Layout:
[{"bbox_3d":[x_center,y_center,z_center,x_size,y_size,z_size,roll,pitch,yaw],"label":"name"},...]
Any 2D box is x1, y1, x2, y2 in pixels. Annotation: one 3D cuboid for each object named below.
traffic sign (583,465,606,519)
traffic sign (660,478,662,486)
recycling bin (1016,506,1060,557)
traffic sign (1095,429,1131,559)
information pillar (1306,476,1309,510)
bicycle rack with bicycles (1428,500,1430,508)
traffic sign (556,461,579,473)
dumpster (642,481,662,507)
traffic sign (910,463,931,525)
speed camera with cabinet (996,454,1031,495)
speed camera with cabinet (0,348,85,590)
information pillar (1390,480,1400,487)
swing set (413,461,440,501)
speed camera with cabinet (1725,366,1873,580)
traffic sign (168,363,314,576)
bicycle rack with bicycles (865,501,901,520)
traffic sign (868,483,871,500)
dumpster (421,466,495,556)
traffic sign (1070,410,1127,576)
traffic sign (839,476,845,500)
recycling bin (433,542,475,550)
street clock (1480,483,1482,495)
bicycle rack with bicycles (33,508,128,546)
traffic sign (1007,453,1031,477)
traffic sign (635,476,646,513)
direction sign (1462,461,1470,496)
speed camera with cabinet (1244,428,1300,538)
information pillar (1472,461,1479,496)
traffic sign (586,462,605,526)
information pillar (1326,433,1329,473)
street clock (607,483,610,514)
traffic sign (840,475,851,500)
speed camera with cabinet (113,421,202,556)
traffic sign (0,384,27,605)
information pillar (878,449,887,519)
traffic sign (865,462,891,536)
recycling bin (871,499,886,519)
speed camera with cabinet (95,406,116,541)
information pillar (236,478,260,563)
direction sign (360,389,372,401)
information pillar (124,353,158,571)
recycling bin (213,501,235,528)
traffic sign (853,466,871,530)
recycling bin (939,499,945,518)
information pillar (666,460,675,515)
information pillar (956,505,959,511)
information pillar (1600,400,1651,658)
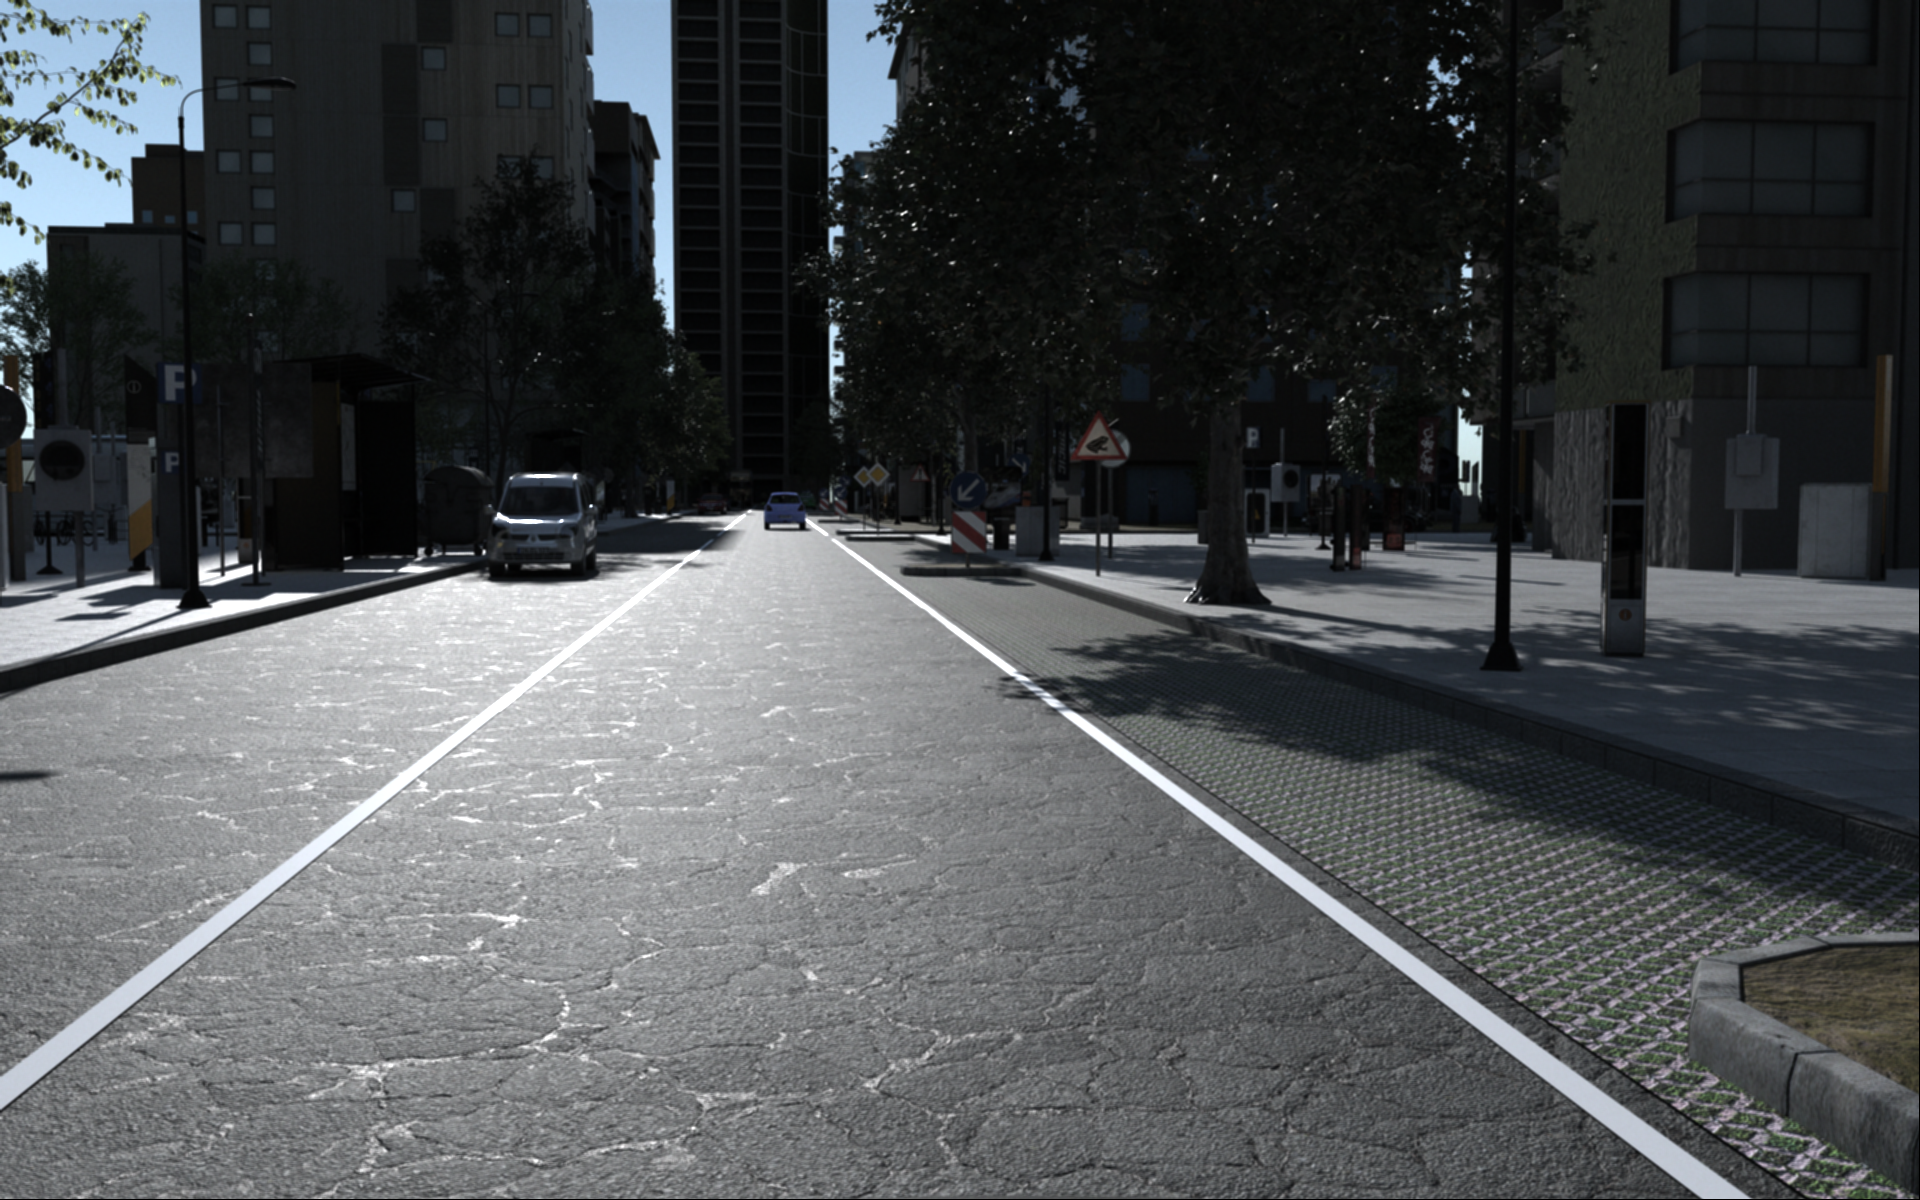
[{"bbox_3d":[-12.739,-3.468,60.349,0.795,2.450,0.064,0,4,-6],"label":"traffic sign"},{"bbox_3d":[-21.851,-7.831,128.148,0.768,2.556,0.104,0,4,-3],"label":"traffic sign"},{"bbox_3d":[1.607,-1.422,35.804,0.722,1.027,0.722,2,4,26],"label":"recycling bin"},{"bbox_3d":[2.969,-2.081,34.125,0.768,2.556,0.104,0,4,1],"label":"traffic sign"},{"bbox_3d":[13.948,-3.930,68.741,0.304,2.012,0.304,-3,4,-36],"label":"information pillar"},{"bbox_3d":[31.122,-6.275,115.971,2.925,0.926,2.852,-1,4,-19],"label":"bicycle rack with bicycles"},{"bbox_3d":[-11.874,-2.983,52.410,0.795,2.450,0.064,0,4,-6],"label":"traffic sign"},{"bbox_3d":[-21.996,-7.445,124.224,1.502,2.255,1.985,0,4,-6],"label":"dumpster"},{"bbox_3d":[-1.667,-4.450,72.754,0.884,2.594,0.081,0,4,2],"label":"traffic sign"},{"bbox_3d":[2.475,-5.614,86.129,2.038,3.252,0.660,-1,4,-13],"label":"speed camera with cabinet"},{"bbox_3d":[-12.766,-1.765,23.186,2.038,3.252,0.660,-1,4,-23],"label":"speed camera with cabinet"},{"bbox_3d":[13.934,-3.912,55.323,0.183,3.616,0.504,-2,4,-24],"label":"information pillar"},{"bbox_3d":[-26.236,-5.191,82.489,3.119,2.851,2.862,0,4,5],"label":"swing set"},{"bbox_3d":[12.913,-1.973,26.596,2.038,3.252,0.660,2,4,34],"label":"speed camera with cabinet"},{"bbox_3d":[-11.189,-2.022,26.938,2.265,3.308,0.079,0,4,2],"label":"traffic sign"},{"bbox_3d":[-3.245,-4.382,85.033,2.852,0.926,2.925,-1,4,-19],"label":"bicycle rack with bicycles"},{"bbox_3d":[-5.733,-6.823,111.654,0.768,2.556,0.104,0,4,1],"label":"traffic sign"},{"bbox_3d":[-10.538,-1.873,36.386,1.264,1.857,1.865,0,4,-6],"label":"dumpster"},{"bbox_3d":[2.155,-1.650,26.976,0.884,2.594,0.081,0,4,3],"label":"traffic sign"},{"bbox_3d":[-7.938,-7.269,118.955,0.768,2.556,0.104,0,4,0],"label":"traffic sign"},{"bbox_3d":[-12.122,-1.769,41.481,0.722,1.027,0.722,2,4,35],"label":"recycling bin"},{"bbox_3d":[35.672,-6.953,118.257,0.358,2.002,0.471,0,4,3],"label":"street clock"},{"bbox_3d":[-22.216,-1.866,43.889,2.852,0.926,2.925,-3,4,-39],"label":"bicycle rack with bicycles"},{"bbox_3d":[1.824,-3.272,53.611,0.768,2.556,0.104,0,4,0],"label":"traffic sign"},{"bbox_3d":[-22.110,-7.330,119.949,0.768,2.556,0.104,0,4,-5],"label":"traffic sign"},{"bbox_3d":[34.193,-7.650,117.072,0.876,3.537,0.379,-3,5,-41],"label":"direction sign"},{"bbox_3d":[9.125,-3.500,51.557,2.038,3.252,0.660,-2,4,-25],"label":"speed camera with cabinet"},{"bbox_3d":[36.385,-8.010,122.314,0.504,3.616,0.183,-1,4,-13],"label":"information pillar"},{"bbox_3d":[-14.530,-4.214,69.006,0.768,2.556,0.104,0,3,0],"label":"traffic sign"},{"bbox_3d":[13.140,-4.332,62.190,0.183,3.616,0.504,0,4,3],"label":"information pillar"},{"bbox_3d":[-22.579,-6.483,110.564,0.471,2.002,0.358,-1,4,-19],"label":"street clock"},{"bbox_3d":[-7.740,-7.177,117.442,0.768,2.556,0.104,0,4,-1],"label":"traffic sign"},{"bbox_3d":[-16.717,-2.560,36.199,2.038,3.252,0.660,2,4,33],"label":"speed camera with cabinet"},{"bbox_3d":[-11.107,-1.211,19.905,0.768,2.556,0.104,0,4,-2],"label":"traffic sign"},{"bbox_3d":[-4.002,-5.976,89.064,0.504,3.616,0.183,-1,4,-11],"label":"information pillar"},{"bbox_3d":[-2.532,-3.044,53.404,0.795,2.450,0.064,0,4,-6],"label":"traffic sign"},{"bbox_3d":[-4.295,-4.798,91.001,0.722,1.027,0.722,0,4,-7],"label":"recycling bin"},{"bbox_3d":[-19.092,-2.779,39.773,0.660,3.252,2.038,3,5,44],"label":"speed camera with cabinet"},{"bbox_3d":[-13.221,-1.691,32.144,0.304,2.012,0.304,0,4,-6],"label":"information pillar"},{"bbox_3d":[-12.318,-2.678,35.777,0.379,3.537,0.876,-3,5,-43],"label":"direction sign"},{"bbox_3d":[-13.636,-2.294,28.868,0.504,3.616,0.183,-1,4,-20],"label":"information pillar"},{"bbox_3d":[-27.903,-3.247,65.647,0.722,1.027,0.722,-1,4,-17],"label":"recycling bin"},{"bbox_3d":[-3.397,-3.529,61.342,0.795,2.450,0.064,0,4,-6],"label":"traffic sign"},{"bbox_3d":[-0.938,-4.844,91.756,0.722,1.027,0.722,-1,4,-17],"label":"recycling bin"},{"bbox_3d":[-17.729,-7.013,106.015,0.504,3.616,0.183,0,4,5],"label":"information pillar"},{"bbox_3d":[-0.257,-6.506,110.868,0.304,2.012,0.304,-2,4,-23],"label":"information pillar"},{"bbox_3d":[5.252,-0.562,13.682,0.304,2.012,0.304,1,4,13],"label":"information pillar"}]
